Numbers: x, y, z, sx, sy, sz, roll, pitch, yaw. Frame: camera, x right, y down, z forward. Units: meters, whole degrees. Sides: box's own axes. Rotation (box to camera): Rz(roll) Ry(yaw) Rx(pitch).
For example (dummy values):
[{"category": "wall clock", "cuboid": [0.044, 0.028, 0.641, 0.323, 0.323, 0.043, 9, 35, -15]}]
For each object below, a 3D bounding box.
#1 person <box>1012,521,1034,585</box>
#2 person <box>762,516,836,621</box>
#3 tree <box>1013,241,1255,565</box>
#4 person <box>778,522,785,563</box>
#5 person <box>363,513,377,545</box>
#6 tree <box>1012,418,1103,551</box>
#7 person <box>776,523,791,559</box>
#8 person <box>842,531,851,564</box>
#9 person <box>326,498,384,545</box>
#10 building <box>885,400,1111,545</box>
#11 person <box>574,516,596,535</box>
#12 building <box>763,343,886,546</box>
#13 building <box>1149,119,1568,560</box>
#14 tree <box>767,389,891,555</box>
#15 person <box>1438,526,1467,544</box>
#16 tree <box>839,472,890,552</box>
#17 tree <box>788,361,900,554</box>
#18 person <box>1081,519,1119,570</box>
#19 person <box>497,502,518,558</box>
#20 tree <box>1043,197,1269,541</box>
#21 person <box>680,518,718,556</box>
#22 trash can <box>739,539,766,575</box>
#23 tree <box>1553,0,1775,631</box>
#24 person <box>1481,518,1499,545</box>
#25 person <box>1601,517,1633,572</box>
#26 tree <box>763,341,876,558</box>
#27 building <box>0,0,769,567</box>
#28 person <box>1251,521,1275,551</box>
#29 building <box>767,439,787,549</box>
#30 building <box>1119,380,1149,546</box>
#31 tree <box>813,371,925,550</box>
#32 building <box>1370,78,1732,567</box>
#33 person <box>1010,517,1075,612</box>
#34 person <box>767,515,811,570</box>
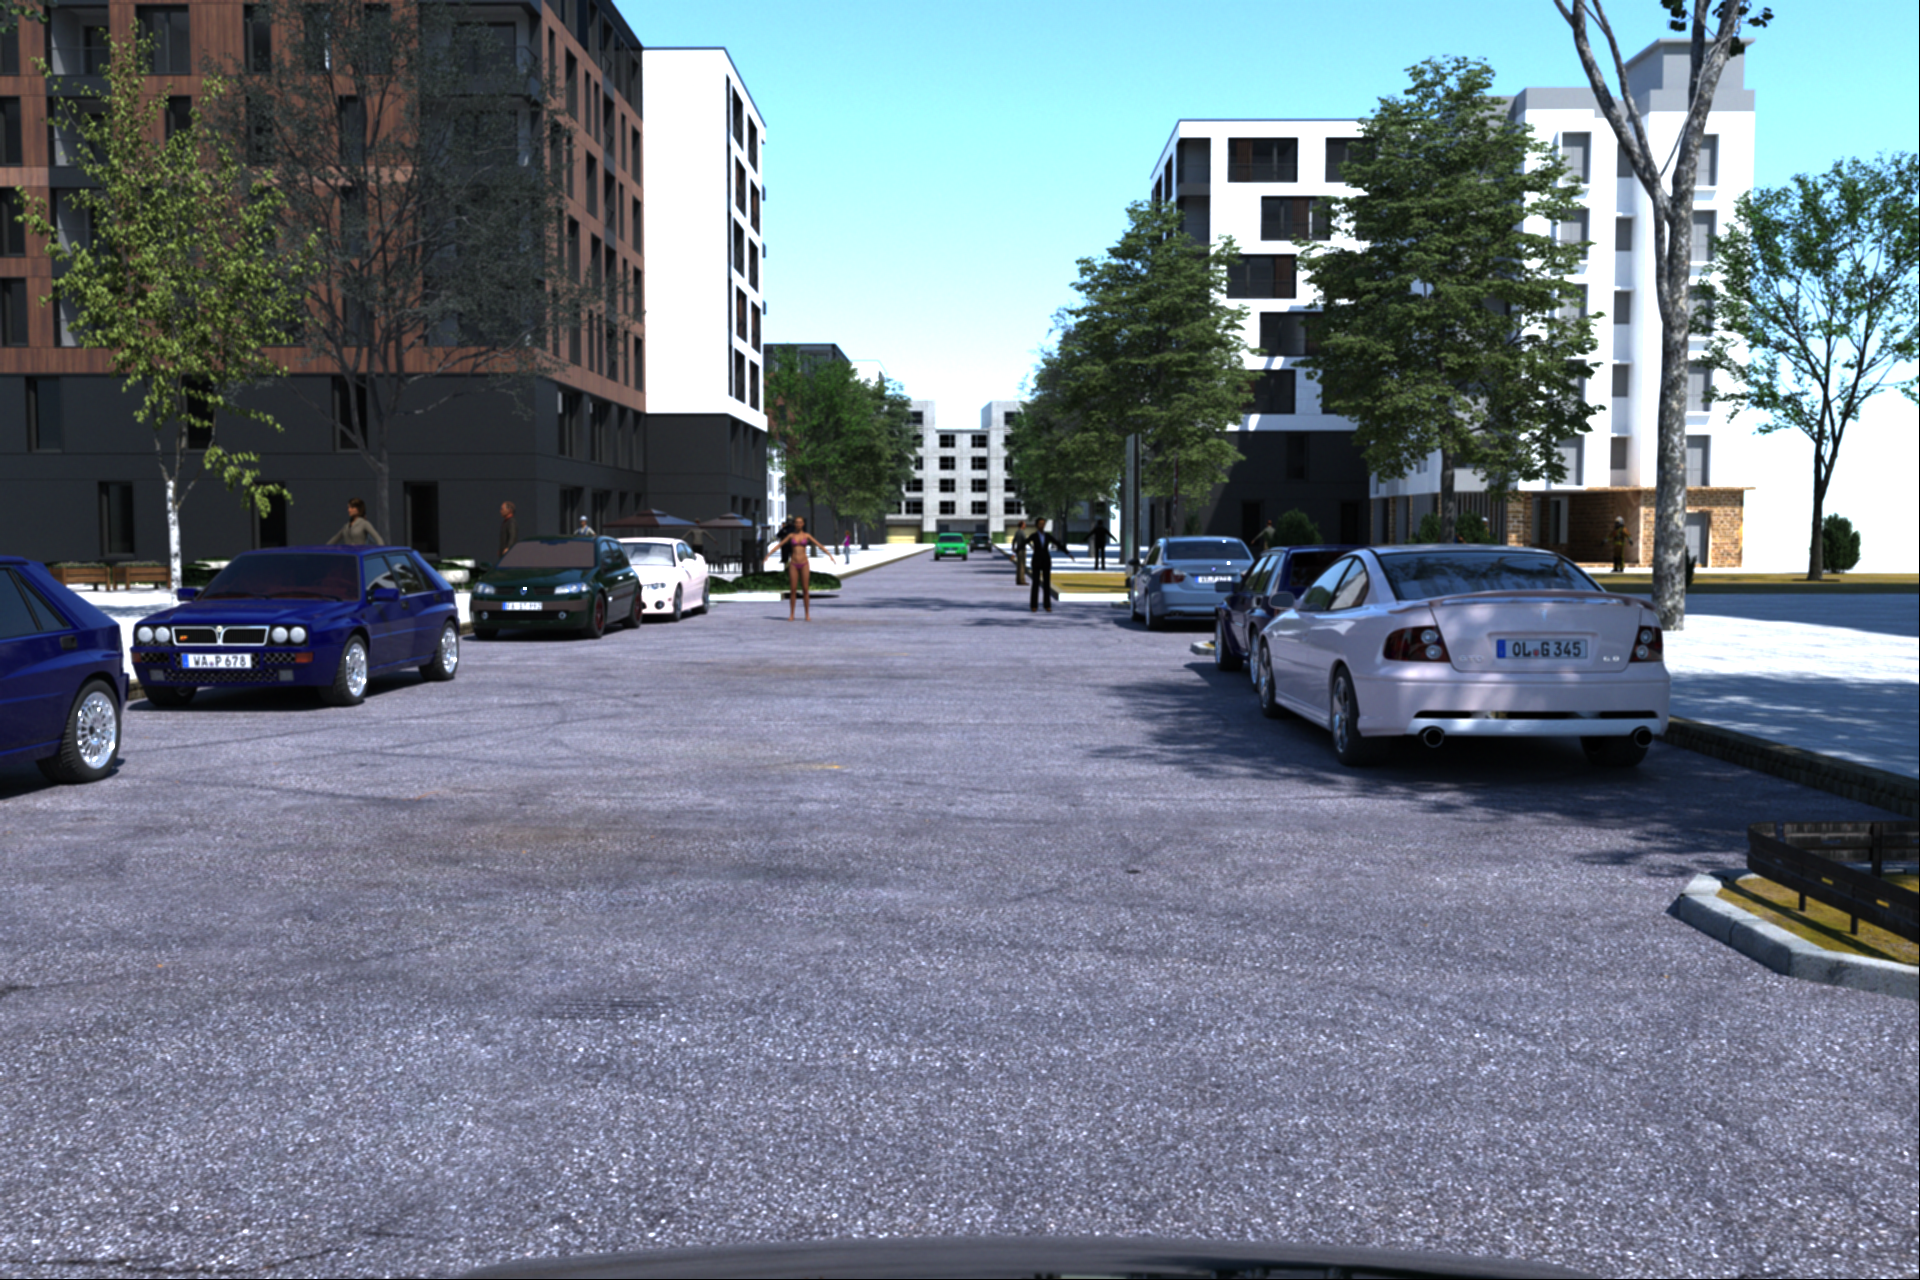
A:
[{"category": "person", "cuboid": [1.746, -2.437, 48.573, 0.705, 1.796, 1.348, -2, 4, -26]}, {"category": "person", "cuboid": [-2.651, -1.180, 28.555, 1.217, 1.733, 0.721, 0, 4, -3]}, {"category": "tree", "cuboid": [6.956, -9.887, 72.018, 12.009, 13.543, 11.850, 0, 3, 0]}, {"category": "person", "cuboid": [-7.851, -4.354, 77.129, 1.347, 1.837, 0.705, 3, 4, 37]}, {"category": "person", "cuboid": [-14.298, -2.159, 41.482, 0.705, 1.806, 1.347, 0, 4, 6]}, {"category": "tree", "cuboid": [7.644, -12.647, 132.529, 9.928, 11.665, 9.643, 0, 3, 0]}, {"category": "person", "cuboid": [-7.435, -4.242, 75.501, 1.345, 1.843, 0.704, 1, 4, 18]}, {"category": "person", "cuboid": [-4.862, -3.937, 73.635, 0.599, 1.433, 0.991, 1, 4, 14]}, {"category": "person", "cuboid": [-7.731, -0.933, 22.012, 1.215, 1.744, 0.721, 2, 4, 27]}, {"category": "building", "cuboid": [3.506, -22.398, 235.117, 31.486, 18.905, 16.747, 0, 4, -4]}, {"category": "person", "cuboid": [-11.884, -2.985, 54.668, 1.347, 1.847, 0.705, 1, 4, 21]}, {"category": "building", "cuboid": [-23.552, -21.899, 202.017, 27.936, 21.610, 32.646, 0, 4, 1]}, {"category": "building", "cuboid": [24.857, -15.773, 101.864, 27.936, 21.610, 32.646, 0, 4, 0]}, {"category": "tree", "cuboid": [-7.614, -10.377, 104.069, 7.601, 10.594, 8.767, 3, 5, 42]}, {"category": "person", "cuboid": [12.157, -2.248, 42.888, 0.704, 1.817, 1.347, -1, 4, -15]}, {"category": "tree", "cuboid": [-7.347, -10.599, 123.653, 4.737, 8.622, 4.395, 0, 3, 0]}, {"category": "tree", "cuboid": [-7.689, -12.007, 114.439, 7.486, 12.596, 7.792, 0, 3, 0]}, {"category": "person", "cuboid": [5.027, -3.427, 62.213, 1.347, 1.806, 0.705, 0, 4, 1]}, {"category": "person", "cuboid": [-7.432, -1.362, 28.444, 0.705, 1.807, 1.348, -1, 4, -19]}, {"category": "tree", "cuboid": [6.752, -8.645, 59.469, 7.486, 12.596, 7.792, 0, 3, 0]}, {"category": "person", "cuboid": [-8.939, -3.233, 58.991, 1.348, 1.813, 0.705, -1, 4, -13]}, {"category": "trash can", "cuboid": [-5.755, -2.232, 48.149, 0.748, 1.137, 0.748, 0, 3, 0]}, {"category": "tree", "cuboid": [8.709, -10.268, 23.774, 12.611, 20.169, 13.585, 0, 3, 0]}, {"category": "person", "cuboid": [17.674, -3.205, 58.364, 1.349, 1.833, 0.705, -3, 4, -38]}, {"category": "person", "cuboid": [22.023, -3.191, 57.948, 0.705, 1.858, 1.354, -2, 4, -24]}, {"category": "tree", "cuboid": [-8.168, -10.319, 94.475, 9.928, 11.665, 9.643, 0, 3, 0]}, {"category": "building", "cuboid": [-23.823, -13.890, 71.083, 27.936, 21.610, 32.646, 0, 4, 1]}, {"category": "person", "cuboid": [11.890, -3.697, 66.715, 1.348, 1.796, 0.705, -1, 4, -12]}, {"category": "building", "cuboid": [-20.639, -13.407, 161.344, 9.099, 9.664, 28.070, 0, 4, 1]}, {"category": "building", "cuboid": [28.369, -20.605, 203.357, 16.747, 18.905, 31.486, 0, 4, 1]}, {"category": "tree", "cuboid": [-7.593, -14.065, 136.618, 9.857, 13.997, 8.962, 0, 3, 0]}, {"category": "building", "cuboid": [24.064, -13.578, 78.426, 16.016, 20.090, 11.380, 0, 4, 1]}, {"category": "person", "cuboid": [1.502, -1.379, 31.728, 1.216, 1.740, 0.721, -1, 4, -9]}, {"category": "person", "cuboid": [-5.107, -2.825, 51.972, 1.354, 1.856, 0.705, 0, 4, 6]}]
